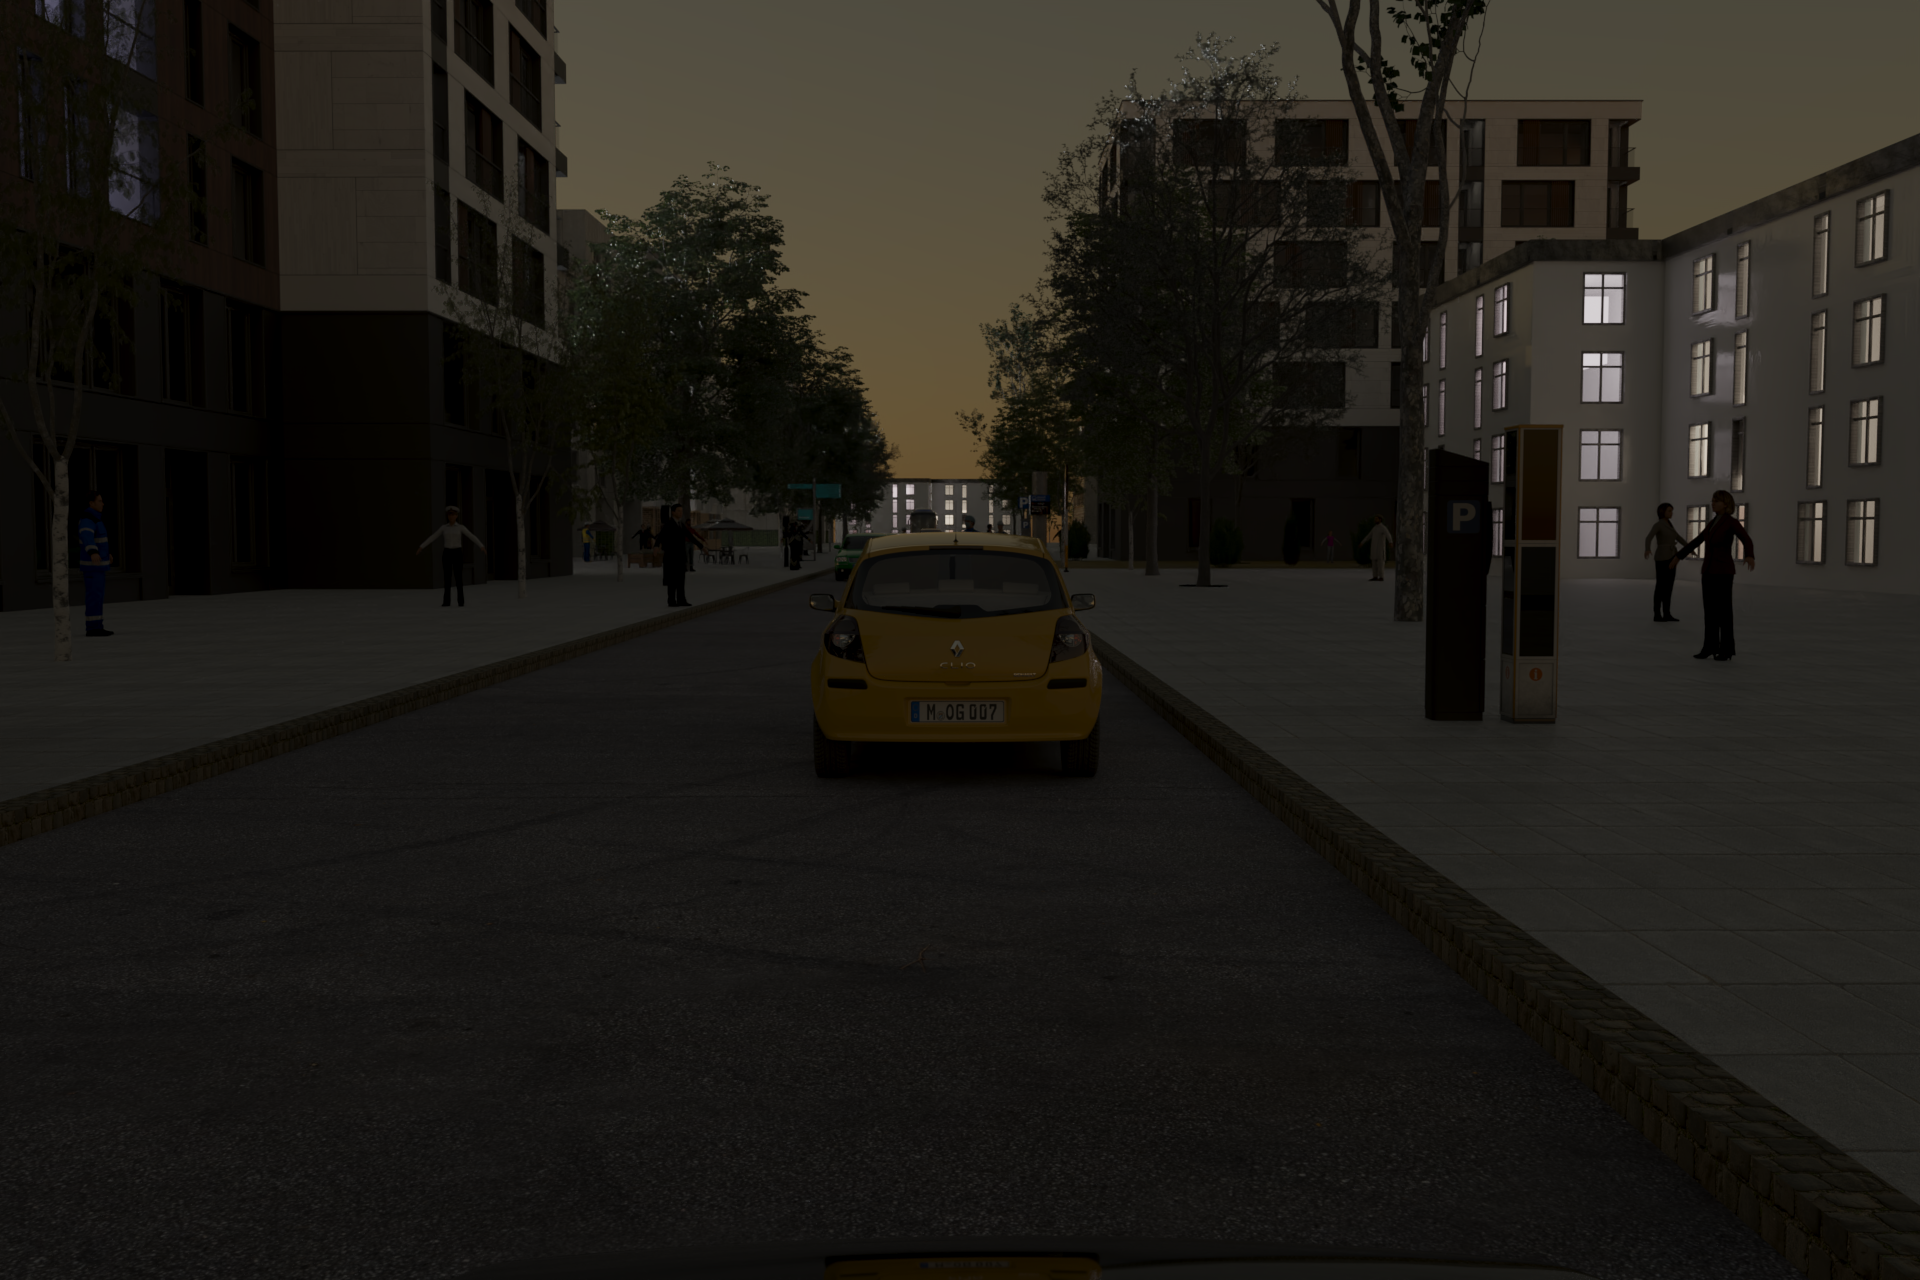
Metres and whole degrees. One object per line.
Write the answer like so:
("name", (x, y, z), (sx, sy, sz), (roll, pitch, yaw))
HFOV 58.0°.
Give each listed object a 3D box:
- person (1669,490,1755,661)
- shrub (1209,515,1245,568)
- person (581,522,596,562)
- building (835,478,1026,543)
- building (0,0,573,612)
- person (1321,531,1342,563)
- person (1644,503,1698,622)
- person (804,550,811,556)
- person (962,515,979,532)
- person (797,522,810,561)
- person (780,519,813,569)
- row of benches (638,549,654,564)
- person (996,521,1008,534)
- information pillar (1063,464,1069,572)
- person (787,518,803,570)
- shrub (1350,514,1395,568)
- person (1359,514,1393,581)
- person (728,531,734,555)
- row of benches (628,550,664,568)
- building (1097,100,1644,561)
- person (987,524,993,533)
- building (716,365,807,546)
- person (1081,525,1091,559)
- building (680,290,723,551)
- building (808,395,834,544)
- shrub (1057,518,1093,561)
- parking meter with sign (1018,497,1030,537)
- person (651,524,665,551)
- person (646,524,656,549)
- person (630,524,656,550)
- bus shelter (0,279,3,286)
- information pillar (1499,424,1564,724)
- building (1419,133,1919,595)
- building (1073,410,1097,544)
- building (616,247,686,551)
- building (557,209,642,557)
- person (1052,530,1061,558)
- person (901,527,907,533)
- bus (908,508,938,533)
("person", (7.659, -0.662, 17.628), (0.721, 1.729, 1.215), (-1, 4, -15))
("shrub", (10.025, -3.769, 66.049), (1.690, 2.028, 1.600), (0, 3, 0))
("person", (-16.992, -4.468, 79.029), (0.705, 1.833, 1.349), (-3, 4, -38))
("building", (-4.219, -19.257, 259.455), (28.070, 9.664, 9.099), (0, 4, 6))
("building", (-26.147, -11.832, 37.425), (27.936, 21.610, 32.646), (0, 4, 0))
("person", (16.278, -4.081, 75.986), (0.991, 1.433, 0.599), (-1, 4, -15))
("person", (10.376, -1.135, 25.317), (1.215, 1.744, 0.721), (-2, 4, -34))
("person", (-9.100, -5.913, 102.907), (0.704, 1.802, 1.346), (-2, 4, -29))
("person", (0.182, -1.665, 35.809), (1.347, 1.817, 0.704), (2, 4, 32))
("person", (-7.526, -4.615, 81.226), (1.354, 1.856, 0.705), (3, 5, 42))
("person", (-6.107, -3.575, 64.392), (1.347, 1.837, 0.705), (-2, 4, -33))
("row of benches", (-12.758, -3.408, 71.178), (1.422, 0.672, 4.104), (-1, 4, -14))
("person", (1.268, -2.849, 54.894), (1.347, 1.847, 0.705), (2, 4, 32))
("information pillar", (3.575, -4.091, 58.249), (0.183, 3.616, 0.504), (0, 3, 0))
("person", (-5.863, -3.390, 61.292), (0.704, 1.845, 1.351), (-2, 4, -24))
("shrub", (15.807, -3.815, 66.424), (1.661, 2.075, 1.752), (0, 3, 0))
("person", (11.383, -2.516, 47.226), (0.704, 1.819, 1.344), (-2, 4, -26))
("person", (-13.662, -5.957, 103.579), (0.705, 1.806, 1.347), (-1, 4, -10))
("row of benches", (-11.668, -3.152, 67.001), (1.422, 0.672, 4.104), (1, 4, 15))
("building", (21.537, -15.548, 98.177), (27.936, 21.610, 32.646), (0, 3, 0))
("person", (1.617, -5.214, 91.388), (0.704, 1.843, 1.345), (1, 4, 23))
("building", (-27.225, -20.201, 196.751), (16.747, 18.905, 31.486), (0, 4, 1))
("person", (6.482, -5.165, 90.909), (0.721, 1.772, 1.216), (3, 5, 43))
("building", (-25.253, -17.057, 135.304), (16.016, 20.090, 11.380), (0, 4, -1))
("building", (-26.656, -22.437, 233.294), (16.747, 18.905, 31.486), (0, 4, 0))
("shrub", (5.518, -4.843, 83.228), (1.661, 2.075, 1.752), (0, 3, 0))
("parking meter with sign", (3.010, -5.156, 80.555), (0.543, 3.016, 1.738), (0, 4, -1))
("person", (-12.924, -4.235, 75.962), (1.216, 1.740, 0.721), (-1, 4, -12))
("person", (-18.253, -5.869, 101.726), (0.705, 1.858, 1.354), (2, 4, 23))
("person", (-16.751, -5.221, 91.557), (1.347, 1.806, 0.705), (-1, 4, -14))
("bus shelter", (-6.918, -0.867, 8.098), (2.014, 3.302, 5.546), (0, 4, -1))
("information pillar", (3.881, -0.446, 11.780), (0.304, 2.012, 0.304), (0, 4, -1))
("building", (20.760, -6.574, 49.638), (9.099, 9.664, 28.070), (0, 4, 0))
("building", (25.058, -24.452, 230.721), (19.493, 23.208, 18.063), (0, 4, -1))
("building", (-25.118, -15.854, 115.630), (16.016, 20.090, 11.380), (0, 4, 0))
("building", (-28.727, -13.956, 94.643), (16.747, 18.905, 31.486), (0, 4, 0))
("person", (5.544, -5.296, 92.735), (1.346, 1.812, 0.704), (2, 4, 26))
("person", (-2.540, -4.390, 80.704), (0.721, 1.772, 1.216), (-3, 5, -42))
("bus", (-3.518, -10.915, 170.007), (2.896, 3.916, 12.251), (0, 3, 0))
